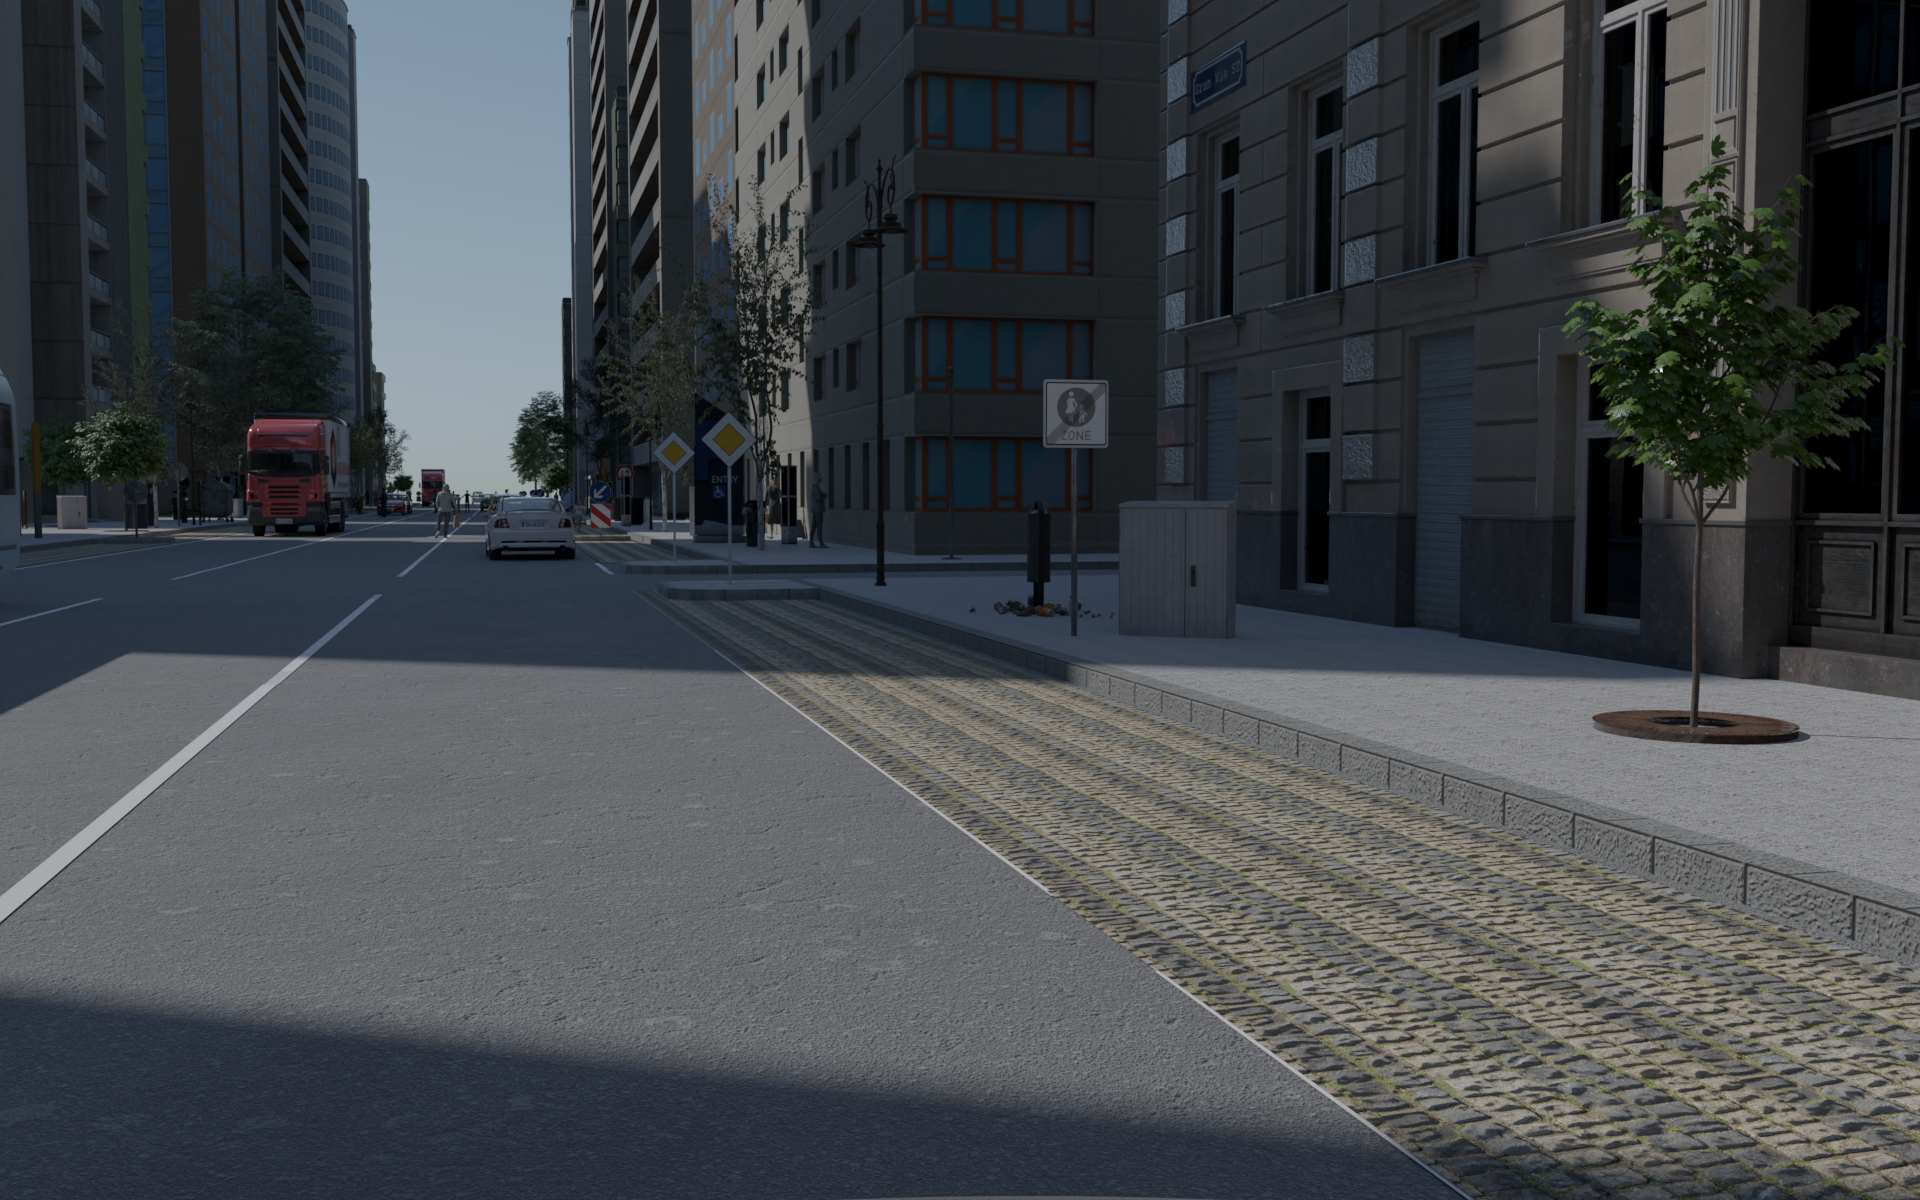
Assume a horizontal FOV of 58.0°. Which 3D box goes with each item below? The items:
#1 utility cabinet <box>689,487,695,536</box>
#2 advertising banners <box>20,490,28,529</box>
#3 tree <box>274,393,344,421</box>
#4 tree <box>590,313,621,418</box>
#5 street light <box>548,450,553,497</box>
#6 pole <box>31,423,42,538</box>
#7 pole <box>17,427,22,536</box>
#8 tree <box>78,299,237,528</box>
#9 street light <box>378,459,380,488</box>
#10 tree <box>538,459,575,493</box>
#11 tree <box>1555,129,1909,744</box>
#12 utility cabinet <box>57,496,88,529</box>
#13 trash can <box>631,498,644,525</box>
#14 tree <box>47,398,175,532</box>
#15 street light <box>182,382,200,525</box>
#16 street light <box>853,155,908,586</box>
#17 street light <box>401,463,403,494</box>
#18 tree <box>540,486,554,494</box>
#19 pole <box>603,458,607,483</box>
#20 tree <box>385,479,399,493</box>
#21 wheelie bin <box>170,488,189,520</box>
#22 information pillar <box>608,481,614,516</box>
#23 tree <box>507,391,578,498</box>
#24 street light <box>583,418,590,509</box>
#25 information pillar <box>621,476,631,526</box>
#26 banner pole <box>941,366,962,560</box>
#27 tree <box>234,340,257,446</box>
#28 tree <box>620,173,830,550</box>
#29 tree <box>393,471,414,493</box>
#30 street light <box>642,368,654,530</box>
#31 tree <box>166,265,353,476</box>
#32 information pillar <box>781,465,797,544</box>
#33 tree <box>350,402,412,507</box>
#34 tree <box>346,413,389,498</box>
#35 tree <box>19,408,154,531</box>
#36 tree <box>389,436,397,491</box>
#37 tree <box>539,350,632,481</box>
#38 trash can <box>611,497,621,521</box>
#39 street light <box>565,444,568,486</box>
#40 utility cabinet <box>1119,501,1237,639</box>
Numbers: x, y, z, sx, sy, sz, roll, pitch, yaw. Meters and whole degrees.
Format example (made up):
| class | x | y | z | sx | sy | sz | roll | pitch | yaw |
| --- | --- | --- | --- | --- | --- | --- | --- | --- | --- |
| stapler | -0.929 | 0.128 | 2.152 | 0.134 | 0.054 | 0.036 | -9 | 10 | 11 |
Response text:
| class | x | y | z | sx | sy | sz | roll | pitch | yaw |
| --- | --- | --- | --- | --- | --- | --- | --- | --- | --- |
| utility cabinet | -7.576 | -2.675 | 52.423 | 1.173 | 1.500 | 0.318 | 1 | 4 | 13 |
| advertising banners | -34.784 | -4.154 | 64.101 | 0.090 | 3.025 | 2.074 | -3 | 4 | -38 |
| tree | -42.538 | -9.826 | 111.025 | 4.737 | 8.622 | 4.395 | 0 | 3 | 0 |
| tree | -9.987 | -6.565 | 57.700 | 4.360 | 8.622 | 3.978 | 0 | 3 | 0 |
| street light | -42.254 | -12.598 | 178.762 | 0.468 | 5.910 | 1.993 | -1 | 4 | -15 |
| pole | -26.663 | -3.436 | 50.014 | 0.158 | 3.312 | 0.155 | 0 | 3 | 0 |
| pole | -28.905 | -3.619 | 53.014 | 0.158 | 3.312 | 0.155 | 0 | 3 | 0 |
| tree | -30.301 | -6.986 | 64.584 | 4.360 | 8.622 | 3.978 | 0 | 3 | 0 |
| street light | -61.623 | -12.894 | 183.602 | 0.468 | 5.910 | 1.993 | -1 | 4 | -15 |
| tree | -37.406 | -10.793 | 160.171 | 4.285 | 4.588 | 4.351 | 0 | 3 | 0 |
| tree | 4.106 | -0.896 | 9.244 | 1.663 | 3.219 | 1.824 | 0 | 3 | 0 |
| utility cabinet | -32.516 | -3.198 | 63.448 | 0.306 | 1.237 | 1.020 | 2 | 4 | 27 |
| trash can | -13.381 | -3.666 | 71.594 | 0.748 | 1.137 | 0.748 | 0 | 3 | 0 |
| tree | -28.766 | -4.631 | 59.433 | 4.285 | 4.588 | 4.351 | 0 | 3 | 0 |
| street light | -31.838 | -6.056 | 71.808 | 0.468 | 5.910 | 1.993 | -1 | 4 | -15 |
| street light | -1.110 | -3.136 | 24.065 | 0.468 | 5.910 | 1.993 | -1 | 4 | -15 |
| street light | -73.068 | -15.523 | 226.589 | 0.468 | 5.910 | 1.993 | -1 | 4 | -15 |
| tree | -54.355 | -14.291 | 228.260 | 1.663 | 3.219 | 1.824 | 0 | 3 | 0 |
| pole | -20.105 | -6.375 | 98.077 | 0.158 | 3.312 | 0.155 | 0 | 3 | 0 |
| tree | -73.205 | -13.945 | 222.595 | 1.663 | 3.219 | 1.824 | 0 | 3 | 0 |
| wheelie bin | -39.187 | -4.831 | 86.899 | 0.693 | 1.594 | 0.980 | 0 | 4 | 1 |
| information pillar | -20.117 | -5.834 | 99.882 | 0.304 | 2.012 | 0.304 | 1 | 4 | 8 |
| tree | -45.658 | -16.620 | 189.863 | 7.486 | 12.596 | 7.792 | 0 | 3 | 0 |
| street light | -22.610 | -8.085 | 104.978 | 0.468 | 5.910 | 1.993 | -1 | 4 | -15 |
| information pillar | -13.253 | -3.928 | 68.709 | 0.304 | 2.012 | 0.304 | -2 | 4 | -35 |
| banner pole | -0.153 | -2.701 | 34.179 | 0.401 | 3.779 | 0.863 | 0 | 4 | 3 |
| tree | -35.437 | -8.082 | 82.511 | 4.360 | 8.622 | 3.978 | 0 | 3 | 0 |
| tree | -4.731 | -5.431 | 39.155 | 4.360 | 8.622 | 3.978 | 0 | 3 | 0 |
| tree | -80.250 | -16.266 | 249.656 | 4.285 | 4.588 | 4.351 | 0 | 3 | 0 |
| street light | -11.082 | -5.453 | 61.944 | 0.468 | 5.910 | 1.993 | -1 | 4 | -15 |
| tree | -38.439 | -11.523 | 95.048 | 9.857 | 13.997 | 8.962 | 0 | 3 | 0 |
| information pillar | -4.362 | -2.429 | 44.199 | 0.304 | 2.012 | 0.304 | 3 | 5 | 43 |
| tree | -59.024 | -14.653 | 173.995 | 7.601 | 10.594 | 8.767 | 0 | 4 | 0 |
| tree | -56.467 | -12.947 | 162.040 | 4.737 | 8.622 | 4.395 | 0 | 3 | 0 |
| tree | -35.580 | -5.208 | 68.872 | 4.285 | 4.588 | 4.351 | 0 | 3 | 0 |
| tree | -64.383 | -14.862 | 193.360 | 4.737 | 8.622 | 4.395 | 0 | 3 | 0 |
| tree | -23.645 | -10.899 | 112.611 | 8.767 | 10.594 | 7.601 | 1 | 4 | 14 |
| trash can | -16.029 | -4.267 | 81.412 | 0.748 | 1.137 | 0.748 | 0 | 3 | 0 |
| street light | -30.798 | -9.973 | 135.840 | 0.468 | 5.910 | 1.993 | -1 | 4 | -15 |
| utility cabinet | 1.955 | -0.272 | 15.609 | 1.020 | 1.237 | 0.306 | 2 | 4 | 24 |
